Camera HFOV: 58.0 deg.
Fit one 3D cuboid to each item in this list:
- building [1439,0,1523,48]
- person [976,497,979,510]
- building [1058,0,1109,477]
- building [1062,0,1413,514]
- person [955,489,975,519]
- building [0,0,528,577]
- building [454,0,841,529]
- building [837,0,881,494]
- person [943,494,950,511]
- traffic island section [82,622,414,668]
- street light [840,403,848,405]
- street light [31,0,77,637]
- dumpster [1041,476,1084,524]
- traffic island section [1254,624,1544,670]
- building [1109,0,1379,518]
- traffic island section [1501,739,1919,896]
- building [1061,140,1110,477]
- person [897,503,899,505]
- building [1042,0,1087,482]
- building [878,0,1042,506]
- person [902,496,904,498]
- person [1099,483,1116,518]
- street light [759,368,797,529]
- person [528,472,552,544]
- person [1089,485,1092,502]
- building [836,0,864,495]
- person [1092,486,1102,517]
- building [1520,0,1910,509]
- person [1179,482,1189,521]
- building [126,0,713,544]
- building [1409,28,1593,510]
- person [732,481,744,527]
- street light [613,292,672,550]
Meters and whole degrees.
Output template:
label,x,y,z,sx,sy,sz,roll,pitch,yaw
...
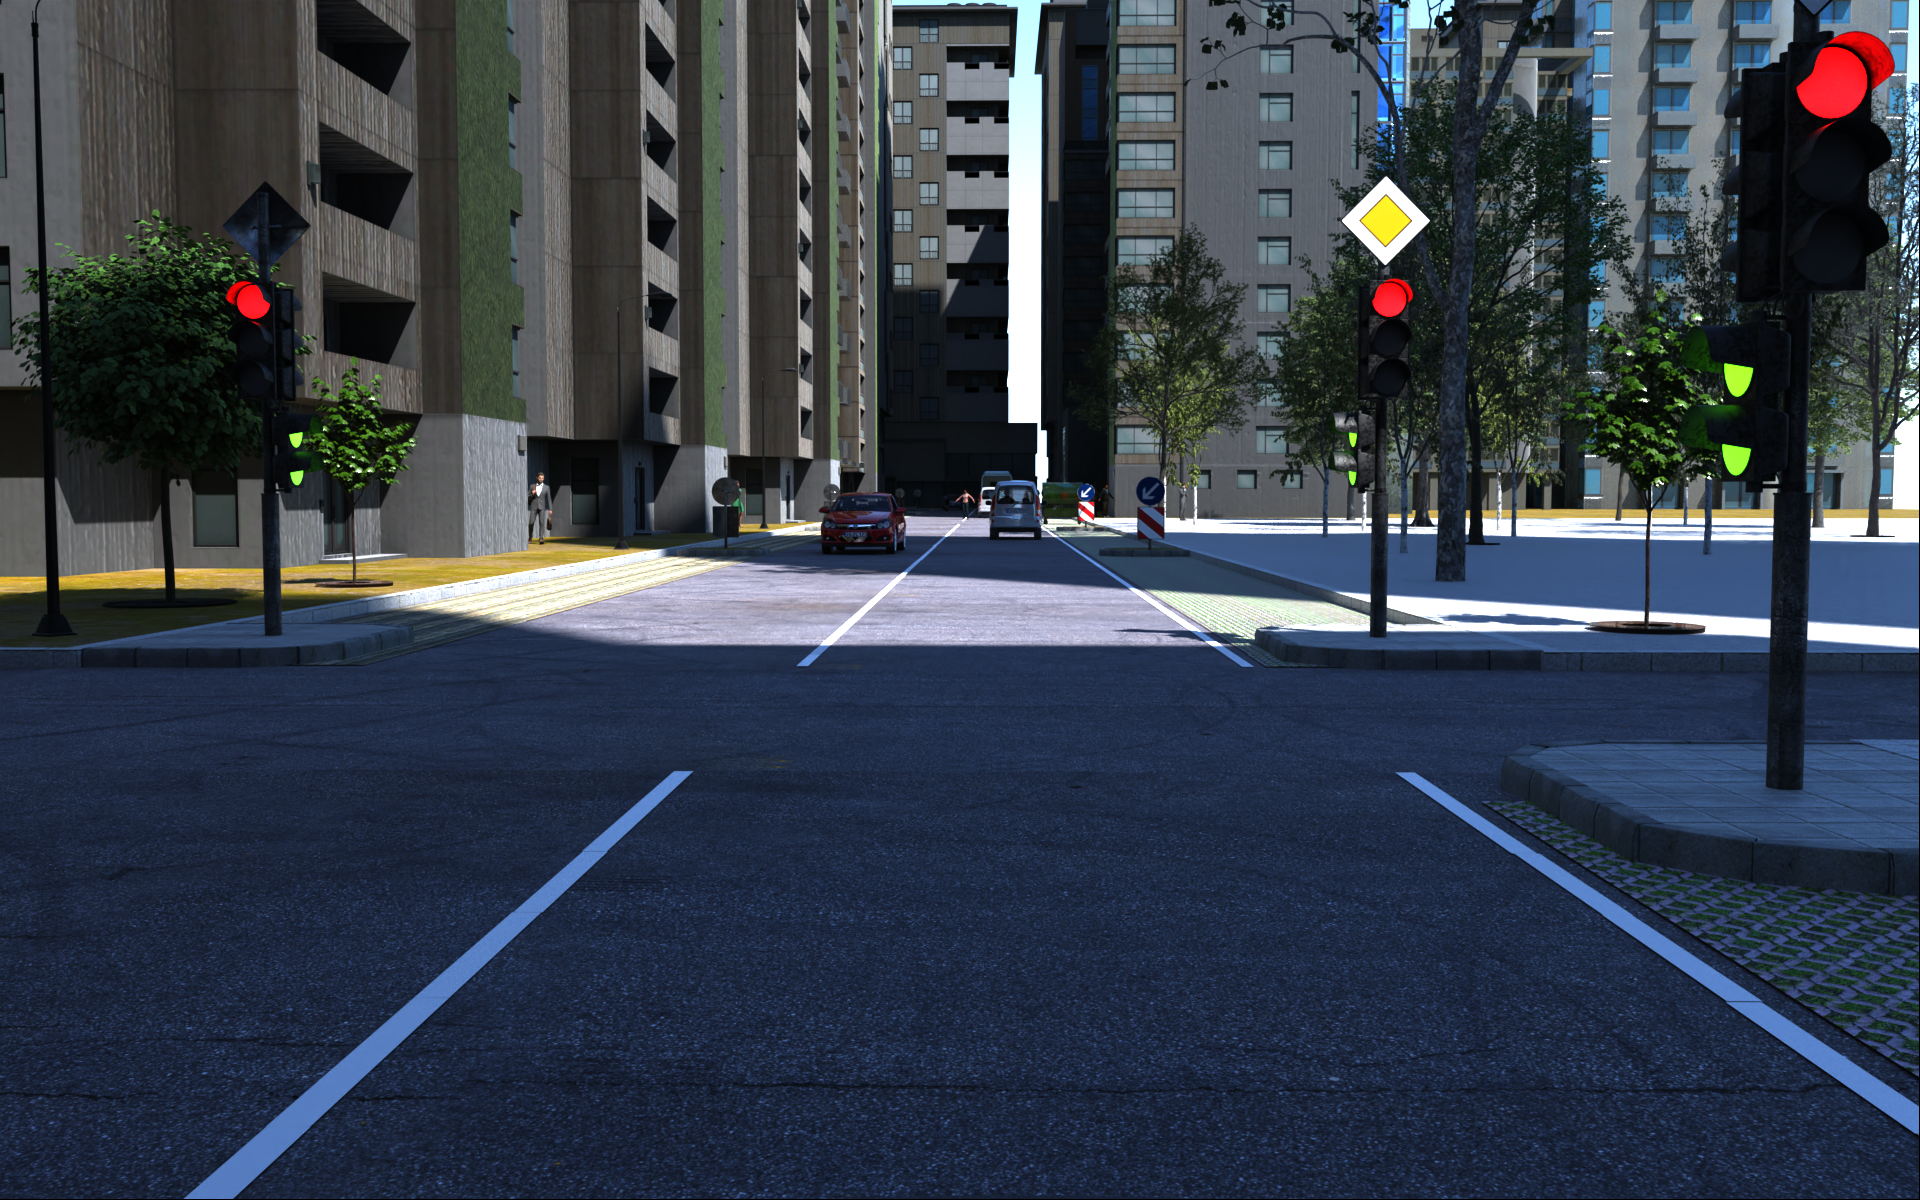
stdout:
label,x,y,z,sx,sy,sz,roll,pitch,yaw
building,65.131,-36.523,186.387,27.495,52.752,28.713,0,4,1
person,1.882,-8.989,158.652,0.799,1.438,0.628,-3,4,-39
building,16.158,-31.086,158.372,14.600,45.320,14.200,0,4,1
building,19.025,-49.386,120.126,22.319,86.520,31.000,0,4,1
person,0.290,-5.420,97.834,1.217,1.736,0.721,2,4,23
building,-17.008,-15.916,31.926,14.160,30.474,14.107,0,4,1
building,-12.992,-18.655,76.705,14.160,30.474,14.107,0,4,1
building,-13.463,-27.258,129.267,14.154,41.232,14.086,0,4,1
person,-1.164,-8.102,144.195,0.421,1.427,0.697,-2,4,-34
traffic island section,-6.261,0.399,15.752,2.009,0.180,2.903,0,4,1
street light,-6.420,-7.076,88.229,1.470,5.913,1.316,0,4,1
street light,-7.686,-2.630,15.535,1.470,5.913,1.316,0,4,1
dumpster,4.817,-4.681,81.492,1.985,2.255,1.502,0,4,0
traffic island section,3.778,0.411,15.558,2.009,0.180,2.903,0,4,1
building,15.518,-25.411,99.069,14.154,41.232,14.086,0,4,1
traffic island section,3.627,0.899,7.574,2.009,0.180,2.903,0,4,1
building,15.375,-22.796,144.421,14.160,30.474,14.107,0,4,1
person,-4.334,-5.889,108.044,1.065,1.426,0.557,-1,4,-11
building,22.059,-36.557,186.948,27.495,52.752,28.713,0,4,1
building,-5.514,-36.674,188.865,27.495,52.752,28.713,0,4,1
person,-5.282,-9.013,154.319,0.541,1.710,0.530,0,4,7
person,7.771,-5.289,92.145,0.705,1.869,1.348,3,5,45
street light,-6.728,-5.596,64.031,1.470,5.913,1.316,0,4,1
person,-10.750,-2.337,44.213,0.622,1.834,0.822,-2,4,-23
person,7.925,-6.135,106.225,0.599,1.838,0.709,-2,4,-30
building,-18.462,-29.755,106.101,23.786,49.044,30.456,0,4,1
person,7.517,-5.476,96.295,1.217,1.735,0.721,-2,4,-32
building,65.347,-32.638,153.247,30.456,49.044,23.786,0,4,1
person,10.801,-4.743,83.398,0.447,1.846,0.655,2,4,24
building,-15.406,-17.264,53.966,14.160,30.474,14.107,0,4,1
building,37.539,-28.051,150.512,23.993,40.220,32.217,0,4,1
person,-8.495,-3.642,65.838,0.529,1.795,0.600,0,4,5
street light,-7.312,-4.124,39.961,1.470,5.913,1.316,0,4,1
